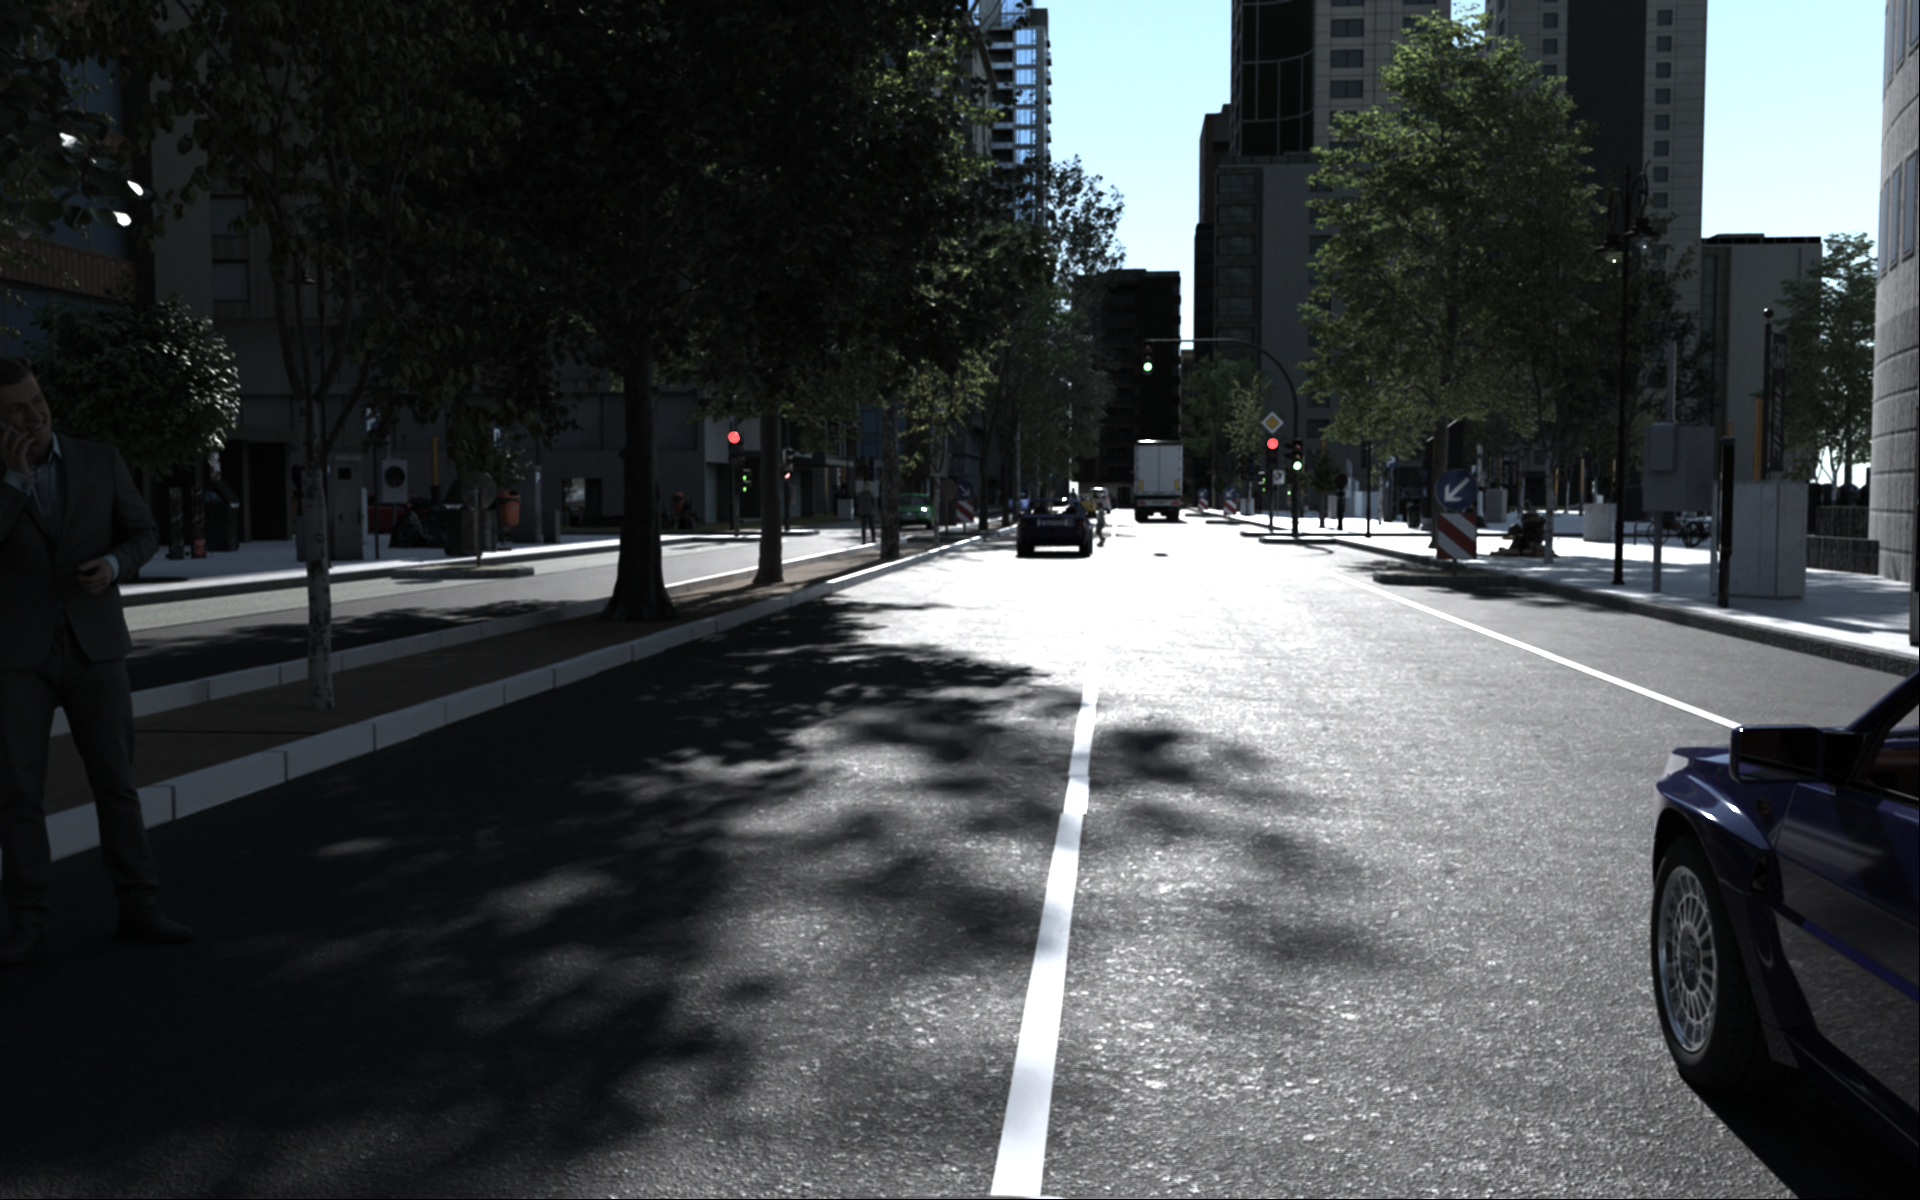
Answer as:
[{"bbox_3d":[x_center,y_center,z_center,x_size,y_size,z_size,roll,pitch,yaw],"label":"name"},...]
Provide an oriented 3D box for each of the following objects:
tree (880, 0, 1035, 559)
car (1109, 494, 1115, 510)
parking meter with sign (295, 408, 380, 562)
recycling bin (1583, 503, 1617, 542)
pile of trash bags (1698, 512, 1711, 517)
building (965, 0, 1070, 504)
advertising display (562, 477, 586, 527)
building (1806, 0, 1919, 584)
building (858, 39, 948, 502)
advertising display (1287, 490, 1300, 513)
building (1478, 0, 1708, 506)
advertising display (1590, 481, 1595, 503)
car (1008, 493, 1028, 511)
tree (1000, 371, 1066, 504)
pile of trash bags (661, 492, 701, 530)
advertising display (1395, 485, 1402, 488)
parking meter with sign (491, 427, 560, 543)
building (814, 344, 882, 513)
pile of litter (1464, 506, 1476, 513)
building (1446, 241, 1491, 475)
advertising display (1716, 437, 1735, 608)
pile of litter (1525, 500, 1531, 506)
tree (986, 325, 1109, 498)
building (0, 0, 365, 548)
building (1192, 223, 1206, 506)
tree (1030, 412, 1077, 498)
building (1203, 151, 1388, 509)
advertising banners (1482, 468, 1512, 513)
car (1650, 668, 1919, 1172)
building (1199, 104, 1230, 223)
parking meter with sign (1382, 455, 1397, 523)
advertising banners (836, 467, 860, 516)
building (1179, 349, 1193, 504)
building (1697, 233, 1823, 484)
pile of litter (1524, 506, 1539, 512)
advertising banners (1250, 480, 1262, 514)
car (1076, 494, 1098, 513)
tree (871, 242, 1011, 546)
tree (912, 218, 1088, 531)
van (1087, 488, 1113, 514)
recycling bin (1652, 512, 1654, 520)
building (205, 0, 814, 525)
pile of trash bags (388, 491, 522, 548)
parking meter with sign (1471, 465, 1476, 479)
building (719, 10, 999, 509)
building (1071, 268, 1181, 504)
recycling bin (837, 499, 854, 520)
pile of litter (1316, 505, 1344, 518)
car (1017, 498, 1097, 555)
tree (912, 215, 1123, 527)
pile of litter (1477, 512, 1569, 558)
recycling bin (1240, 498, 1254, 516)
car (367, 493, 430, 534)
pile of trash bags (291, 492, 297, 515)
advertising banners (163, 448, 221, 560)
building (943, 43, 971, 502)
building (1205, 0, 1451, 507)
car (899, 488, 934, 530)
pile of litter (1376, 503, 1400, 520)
[{"bbox_3d":[-2.682,-11.032,38.726,12.611,20.169,13.585,0,3,0],"label":"tree"},{"bbox_3d":[13.321,-9.106,160.675,2.131,1.459,4.920,0,4,6],"label":"car"},{"bbox_3d":[-11.984,-2.276,33.466,0.543,3.016,1.738,2,4,34],"label":"parking meter with sign"},{"bbox_3d":[17.261,-2.087,46.680,0.722,1.027,0.722,2,4,34],"label":"recycling bin"},{"bbox_3d":[42.202,-5.472,99.226,3.447,1.369,1.912,1,4,8],"label":"pile of trash bags"},{"bbox_3d":[-0.940,-56.096,229.843,31.000,86.520,22.319,0,4,5],"label":"building"},{"bbox_3d":[-14.988,-3.797,67.289,0.974,1.923,0.123,-3,5,-43],"label":"advertising display"},{"bbox_3d":[23.530,-29.187,19.209,21.231,58.520,28.212,0,4,5],"label":"building"},{"bbox_3d":[-8.591,-30.178,143.526,14.600,45.320,14.200,0,4,5],"label":"building"},{"bbox_3d":[22.063,-6.687,114.546,0.974,1.923,0.123,-1,4,-10],"label":"advertising display"},{"bbox_3d":[69.090,-46.190,193.456,20.611,71.187,20.563,0,4,5],"label":"building"},{"bbox_3d":[30.395,-4.776,83.296,0.123,1.923,0.974,2,4,25],"label":"advertising display"},{"bbox_3d":[4.887,-8.261,144.654,1.945,1.707,3.694,0,4,4],"label":"car"},{"bbox_3d":[4.040,-8.985,99.731,4.737,8.622,4.395,0,3,0],"label":"tree"},{"bbox_3d":[-10.486,-3.310,63.869,1.912,1.369,3.447,0,4,-5],"label":"pile of trash bags"},{"bbox_3d":[32.915,-7.657,130.401,0.123,1.923,0.974,-1,4,-20],"label":"advertising display"},{"bbox_3d":[-11.332,-2.995,45.237,1.738,3.016,0.543,1,4,9],"label":"parking meter with sign"},{"bbox_3d":[-15.956,-41.923,123.695,20.563,71.187,20.611,0,4,5],"label":"building"},{"bbox_3d":[19.403,-3.199,66.262,1.719,0.858,1.176,1,4,12],"label":"pile of litter"},{"bbox_3d":[52.010,-26.105,198.521,14.107,30.474,14.160,0,4,5],"label":"building"},{"bbox_3d":[8.776,-0.897,19.876,0.123,1.923,0.974,1,4,21],"label":"advertising display"},{"bbox_3d":[43.093,-7.135,130.623,1.176,0.858,1.719,1,4,11],"label":"pile of litter"},{"bbox_3d":[5.860,-12.871,119.555,9.857,13.997,8.962,0,3,0],"label":"tree"},{"bbox_3d":[-32.629,-23.558,39.806,28.867,44.769,22.147,0,4,5],"label":"building"},{"bbox_3d":[31.987,-25.323,185.732,14.160,30.474,14.107,0,4,5],"label":"building"},{"bbox_3d":[6.639,-10.645,126.872,4.360,8.622,3.978,0,3,0],"label":"tree"},{"bbox_3d":[28.938,-23.148,150.176,14.160,30.474,14.107,0,4,5],"label":"building"},{"bbox_3d":[35.517,-7.255,114.805,2.074,3.025,0.090,0,4,1],"label":"advertising banners"},{"bbox_3d":[2.490,0.589,2.946,1.945,1.354,3.894,0,4,6],"label":"car"},{"bbox_3d":[34.644,-33.586,199.247,14.600,45.320,14.200,0,4,5],"label":"building"},{"bbox_3d":[19.483,-5.049,78.819,0.543,3.016,1.738,1,4,8],"label":"parking meter with sign"},{"bbox_3d":[-6.429,-6.324,99.588,0.090,3.025,2.074,3,5,41],"label":"advertising banners"},{"bbox_3d":[43.935,-23.588,230.710,28.899,21.520,27.650,0,4,5],"label":"building"},{"bbox_3d":[87.327,-25.947,195.927,14.107,30.474,14.160,0,4,5],"label":"building"},{"bbox_3d":[15.999,-2.112,48.499,1.719,0.858,1.176,2,4,29],"label":"pile of litter"},{"bbox_3d":[18.832,-6.978,110.279,0.090,3.025,2.074,-1,4,-10],"label":"advertising banners"},{"bbox_3d":[8.326,-6.522,116.858,2.015,1.641,3.980,0,4,5],"label":"car"},{"bbox_3d":[-0.642,-5.791,47.497,4.360,8.622,3.978,0,3,0],"label":"tree"},{"bbox_3d":[0.970,-8.335,64.485,9.928,11.665,9.643,0,3,0],"label":"tree"},{"bbox_3d":[10.230,-7.356,127.280,2.013,2.044,4.112,0,4,7],"label":"van"},{"bbox_3d":[34.615,-4.450,85.313,0.722,1.027,0.722,-3,4,-37],"label":"recycling bin"},{"bbox_3d":[-20.545,-30.260,83.983,28.713,52.752,27.495,0,4,5],"label":"building"},{"bbox_3d":[-12.119,-1.994,42.356,1.912,1.369,3.447,2,4,33],"label":"pile of trash bags"},{"bbox_3d":[30.391,-6.600,104.176,1.738,3.016,0.543,-2,4,-32],"label":"parking meter with sign"},{"bbox_3d":[-10.345,-37.148,196.605,27.495,52.752,28.713,0,4,5],"label":"building"},{"bbox_3d":[21.462,-27.731,225.102,14.107,30.474,14.160,0,4,5],"label":"building"},{"bbox_3d":[-5.630,-4.437,85.106,0.722,1.027,0.722,0,4,5],"label":"recycling bin"},{"bbox_3d":[20.008,-4.871,93.607,1.719,0.858,1.176,-1,4,-11],"label":"pile of litter"},{"bbox_3d":[2.332,-1.797,41.953,1.945,1.354,3.894,0,4,6],"label":"car"},{"bbox_3d":[2.033,-9.976,75.929,12.009,13.543,11.850,0,3,0],"label":"tree"},{"bbox_3d":[11.636,-1.317,35.500,1.176,0.858,1.719,-1,4,-20],"label":"pile of litter"},{"bbox_3d":[17.014,-5.510,102.640,0.722,1.027,0.722,1,4,19],"label":"recycling bin"},{"bbox_3d":[-18.183,-2.921,56.799,4.494,1.783,2.155,0,4,6],"label":"car"},{"bbox_3d":[-25.451,-3.657,69.536,3.447,1.369,1.912,-2,4,-27],"label":"pile of trash bags"},{"bbox_3d":[-15.216,-2.342,34.483,0.090,3.025,2.074,0,4,8],"label":"advertising banners"},{"bbox_3d":[-11.502,-33.444,166.415,23.786,49.044,30.456,0,4,5],"label":"building"},{"bbox_3d":[34.639,-44.531,166.330,20.563,71.187,20.611,0,4,5],"label":"building"},{"bbox_3d":[-1.886,-3.798,70.892,1.959,1.807,4.718,0,4,3],"label":"car"},{"bbox_3d":[21.263,-4.412,86.097,1.176,0.858,1.719,1,4,16],"label":"pile of litter"}]
